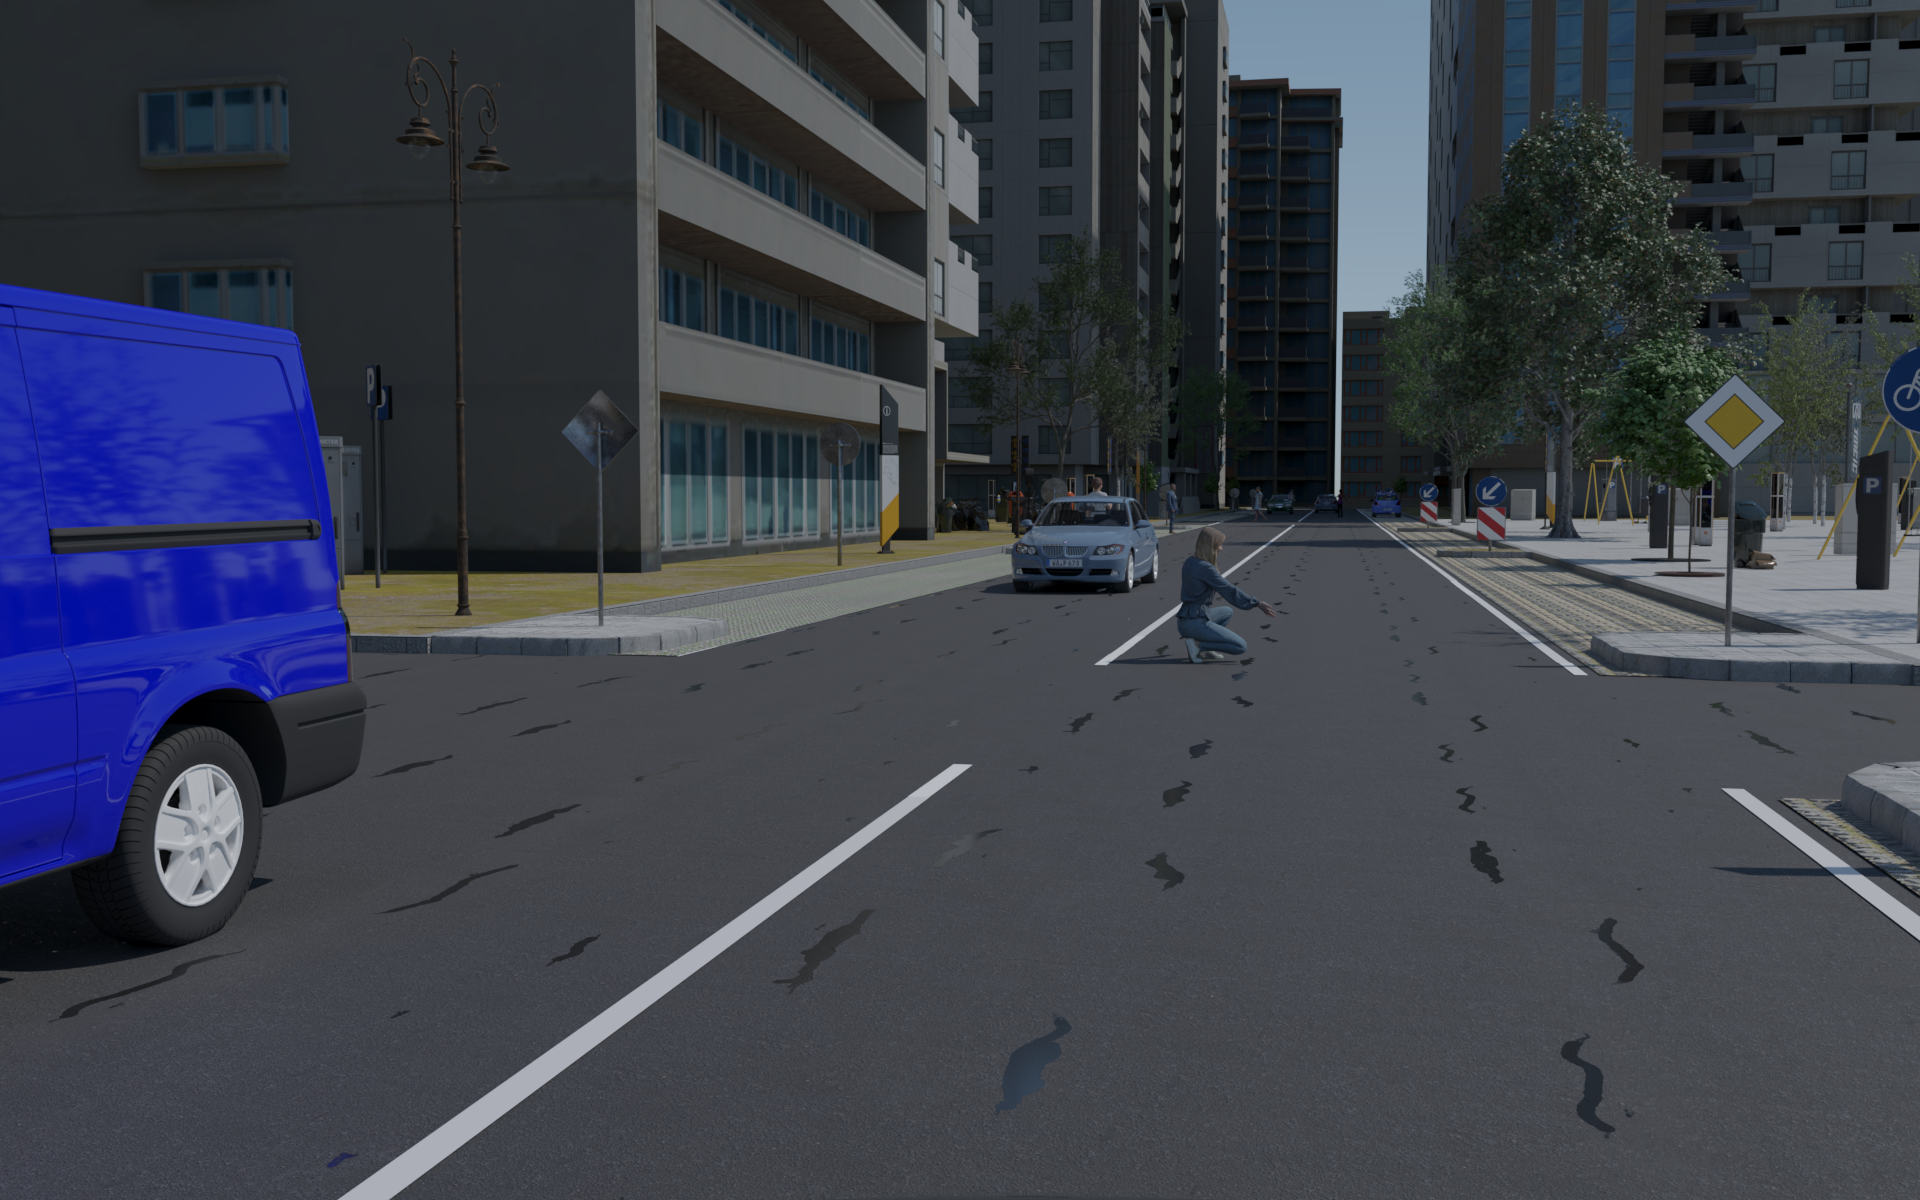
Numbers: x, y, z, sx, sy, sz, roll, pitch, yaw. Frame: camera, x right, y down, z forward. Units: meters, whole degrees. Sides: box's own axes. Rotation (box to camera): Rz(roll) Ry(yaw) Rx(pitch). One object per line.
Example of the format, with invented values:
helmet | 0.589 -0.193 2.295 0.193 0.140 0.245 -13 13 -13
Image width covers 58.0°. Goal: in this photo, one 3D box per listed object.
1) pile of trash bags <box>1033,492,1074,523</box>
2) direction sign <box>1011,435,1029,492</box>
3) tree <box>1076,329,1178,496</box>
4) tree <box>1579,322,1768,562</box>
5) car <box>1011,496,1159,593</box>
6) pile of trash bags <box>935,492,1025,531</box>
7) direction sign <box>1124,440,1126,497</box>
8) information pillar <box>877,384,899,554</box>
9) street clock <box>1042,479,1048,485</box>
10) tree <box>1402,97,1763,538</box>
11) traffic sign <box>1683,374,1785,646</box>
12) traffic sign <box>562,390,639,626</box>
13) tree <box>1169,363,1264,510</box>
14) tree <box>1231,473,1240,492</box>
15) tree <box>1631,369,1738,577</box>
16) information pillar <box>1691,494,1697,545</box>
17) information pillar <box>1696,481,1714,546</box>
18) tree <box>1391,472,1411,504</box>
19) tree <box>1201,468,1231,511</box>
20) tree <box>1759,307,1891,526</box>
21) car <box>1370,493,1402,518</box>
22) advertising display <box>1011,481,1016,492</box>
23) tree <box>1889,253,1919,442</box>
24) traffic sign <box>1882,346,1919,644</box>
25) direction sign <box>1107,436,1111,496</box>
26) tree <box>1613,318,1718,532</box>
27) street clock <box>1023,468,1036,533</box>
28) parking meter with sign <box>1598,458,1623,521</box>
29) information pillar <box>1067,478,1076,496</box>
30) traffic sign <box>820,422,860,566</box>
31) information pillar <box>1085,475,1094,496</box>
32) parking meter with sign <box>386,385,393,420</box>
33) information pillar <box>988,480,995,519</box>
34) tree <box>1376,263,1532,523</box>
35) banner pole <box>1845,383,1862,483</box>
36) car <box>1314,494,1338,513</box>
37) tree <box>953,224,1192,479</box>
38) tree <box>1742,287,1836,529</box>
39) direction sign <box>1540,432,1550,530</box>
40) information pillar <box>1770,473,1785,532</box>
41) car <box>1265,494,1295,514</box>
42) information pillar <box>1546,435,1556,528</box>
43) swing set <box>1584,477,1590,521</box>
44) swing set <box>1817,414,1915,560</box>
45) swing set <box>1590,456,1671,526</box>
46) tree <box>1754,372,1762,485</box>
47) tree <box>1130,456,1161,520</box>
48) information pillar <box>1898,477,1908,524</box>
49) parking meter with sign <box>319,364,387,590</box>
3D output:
pile of trash bags | 3.627 -3.978 74.788 1.912 1.369 3.447 -3 5 -44
direction sign | 2.319 -4.590 67.051 0.876 3.537 0.379 3 5 40
tree | 7.293 -7.743 76.953 4.360 8.622 3.978 0 3 0
tree | 13.701 -3.021 33.105 4.285 4.588 4.351 0 3 0
car | 2.017 -0.906 26.814 2.014 1.417 4.499 1 4 14
pile of trash bags | 0.550 -3.120 60.762 3.447 1.369 1.912 -1 4 -8
direction sign | 6.984 -4.978 73.387 0.379 3.537 0.876 0 4 2
information pillar | -1.532 -2.803 37.182 0.504 3.616 0.183 -3 5 -44
street clock | 4.072 -4.785 82.798 0.358 2.002 0.471 1 4 20
tree | 17.815 -8.160 50.431 9.611 12.733 9.660 0 3 0
traffic sign | 6.479 -0.668 14.560 0.795 2.450 0.064 1 4 12
traffic sign | -3.479 -0.801 16.738 0.795 2.450 0.064 1 4 12
tree | 20.329 -12.910 136.826 9.928 11.665 9.643 0 3 0
tree | 24.813 -9.889 156.280 1.663 3.219 1.824 0 3 0
tree | 11.331 -1.990 27.146 1.663 3.219 1.824 0 3 0
information pillar | 18.559 -2.382 43.434 0.304 2.012 0.304 1 4 9
information pillar | 18.333 -2.325 42.512 0.304 2.012 0.304 2 4 26
tree | 37.161 -9.235 145.586 1.663 3.219 1.824 0 3 0
tree | 19.056 -8.298 130.273 1.663 3.219 1.824 0 3 0
tree | 34.535 -7.227 68.525 4.360 8.622 3.978 0 3 0
car | 26.182 -5.919 106.363 1.945 1.707 3.694 1 4 12
advertising display | 2.778 -5.089 88.411 0.123 1.923 0.974 1 4 14
tree | 28.851 -6.168 51.208 4.737 8.622 4.395 0 3 0
traffic sign | 8.264 -0.899 14.804 0.768 2.556 0.104 1 4 15
direction sign | 5.851 -4.649 68.003 0.379 3.537 0.876 1 4 14
tree | 23.468 -6.607 58.394 4.360 8.622 3.978 0 3 0
street clock | 1.963 -2.720 49.035 0.358 2.002 0.471 0 4 1
parking meter with sign | 30.896 -5.269 82.406 0.543 3.016 1.738 0 4 -3
information pillar | 5.100 -4.592 79.578 0.304 2.012 0.304 -2 4 -29
traffic sign | -2.149 -1.880 30.848 0.768 2.556 0.104 1 4 17
information pillar | 4.937 -3.771 66.147 0.304 2.012 0.304 -1 4 -11
parking meter with sign | -9.891 -1.905 27.413 0.543 3.016 1.738 3 5 42
information pillar | 1.666 -5.277 90.771 0.304 2.012 0.304 1 4 17
tree | 22.444 -9.268 77.280 9.928 11.665 9.643 0 3 0
banner pole | 20.233 -3.014 39.296 0.863 3.779 0.401 -3 4 -38
car | 27.698 -7.266 130.800 2.014 1.417 4.499 1 4 13
tree | 3.533 -7.701 60.318 8.767 10.594 7.601 -3 4 -36
tree | 30.065 -6.874 62.751 4.737 8.622 4.395 0 3 0
direction sign | 21.144 -4.312 62.491 0.379 3.537 0.876 2 4 24
information pillar | 27.884 -3.340 59.096 0.304 2.012 0.304 -2 4 -24
car | 23.003 -6.883 124.335 2.131 1.459 4.920 1 4 12
information pillar | 22.347 -4.532 65.445 0.183 3.616 0.504 -1 4 -12
swing set | 30.516 -5.036 79.959 3.119 2.851 2.862 0 4 7
swing set | 18.876 -2.198 33.560 3.119 2.851 2.862 -2 4 -34
swing set | 28.348 -4.527 71.637 3.119 2.851 2.862 -1 4 -8
tree | 36.444 -7.552 73.842 4.360 8.622 3.978 0 3 0
tree | 9.304 -5.669 87.289 1.663 3.219 1.824 0 3 0
information pillar | 40.227 -4.241 73.831 0.304 2.012 0.304 0 4 2
parking meter with sign | -8.641 -1.641 23.097 1.738 3.016 0.543 -2 4 -31
